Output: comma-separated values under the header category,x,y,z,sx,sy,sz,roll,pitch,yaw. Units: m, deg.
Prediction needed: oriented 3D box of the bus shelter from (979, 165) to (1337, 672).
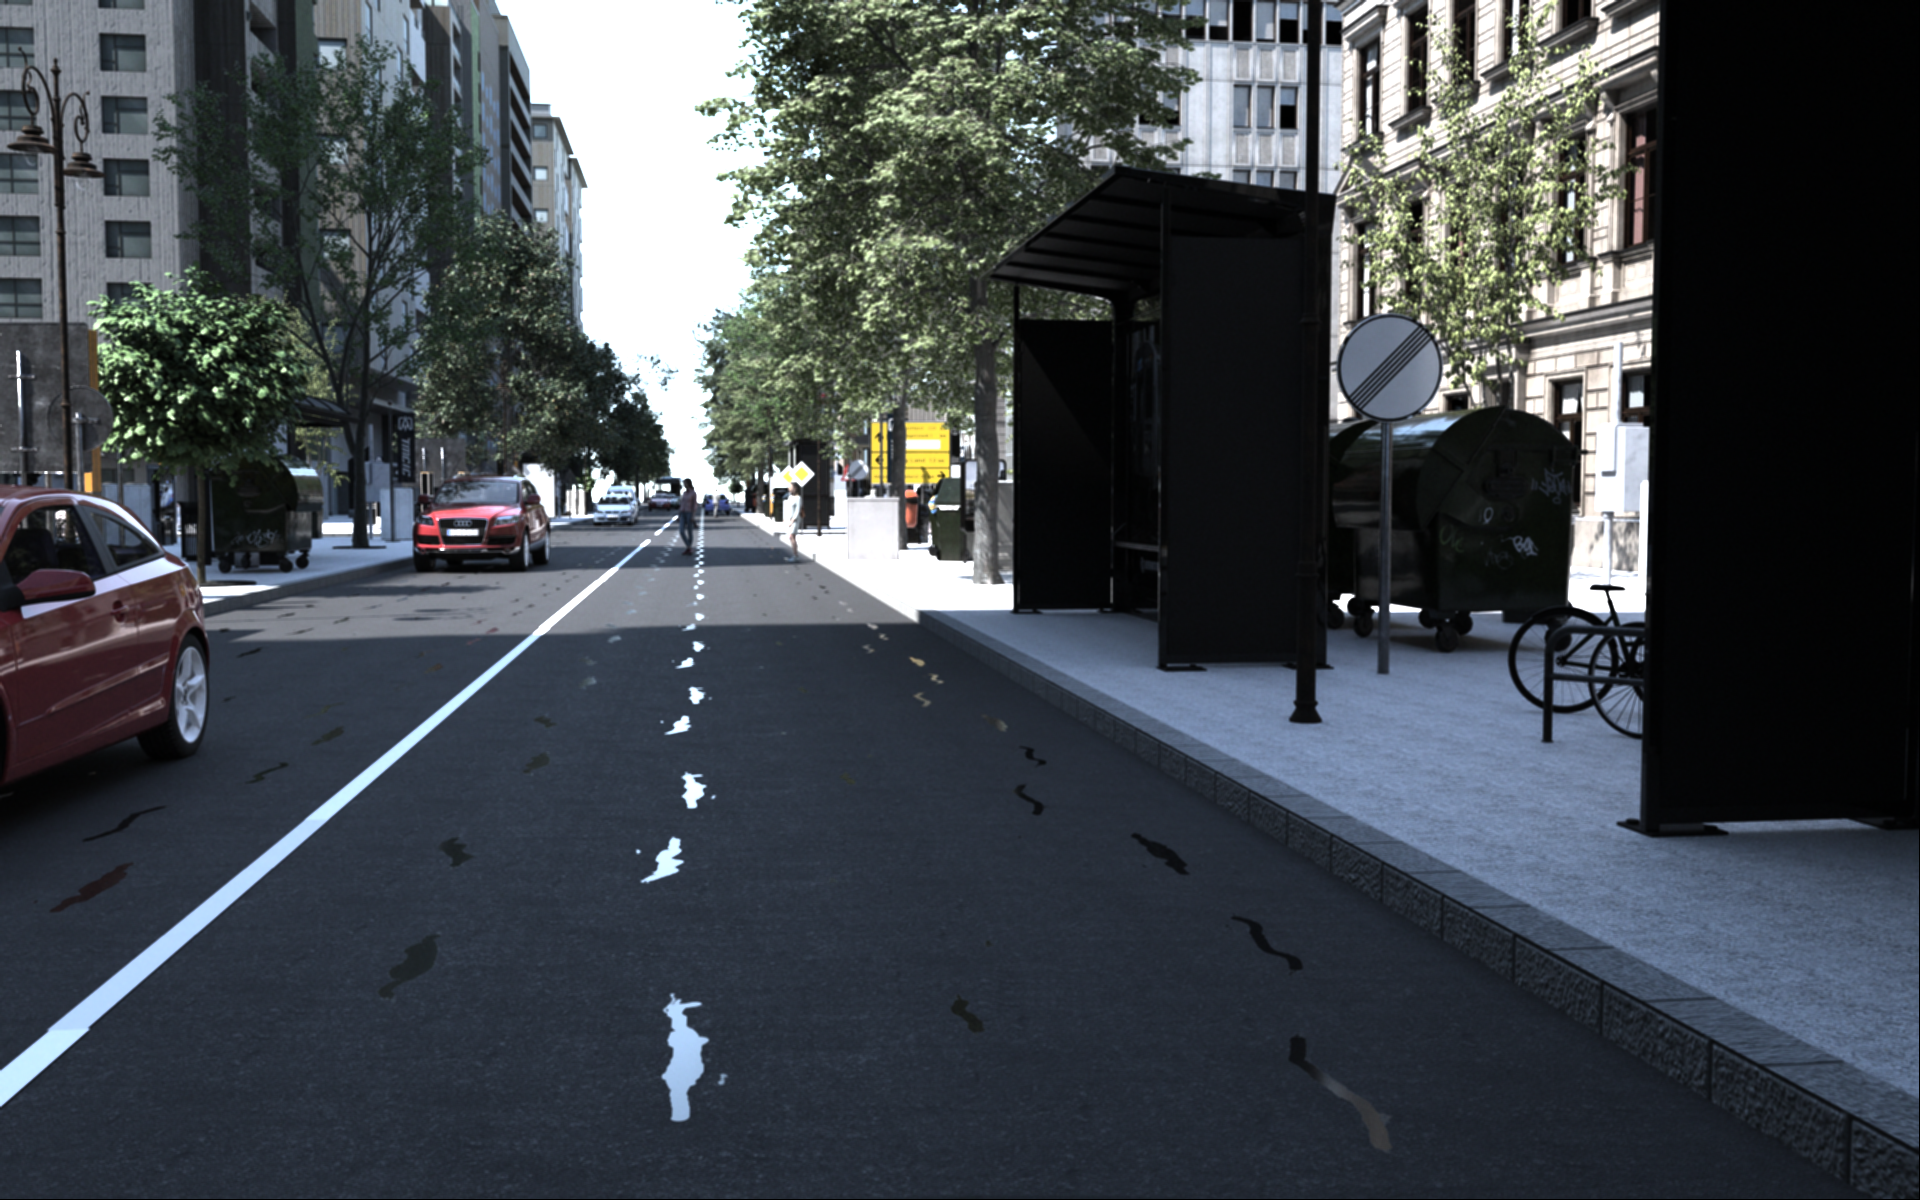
category,x,y,z,sx,sy,sz,roll,pitch,yaw
bus shelter,1.507,-1.488,15.605,1.731,3.624,6.357,-1,4,-8

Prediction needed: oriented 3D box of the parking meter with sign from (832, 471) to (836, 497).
category,x,y,z,sx,sy,sz,roll,pitch,yaw
parking meter with sign,-9.232,-8.168,129.801,0.543,3.016,1.738,-1,4,-9

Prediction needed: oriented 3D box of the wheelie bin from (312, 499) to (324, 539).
category,x,y,z,sx,sy,sz,roll,pitch,yaw
wheelie bin,-18.794,-2.574,49.990,0.980,1.594,0.693,0,4,-2

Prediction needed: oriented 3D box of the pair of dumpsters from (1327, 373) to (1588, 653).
category,x,y,z,sx,sy,sz,roll,pitch,yaw
pair of dumpsters,4.053,-0.826,15.991,1.574,2.255,4.437,-1,4,-8

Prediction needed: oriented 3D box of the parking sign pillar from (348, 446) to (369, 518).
category,x,y,z,sx,sy,sz,roll,pitch,yaw
parking sign pillar,-32.494,-6.458,94.063,1.447,3.967,1.447,0,4,1

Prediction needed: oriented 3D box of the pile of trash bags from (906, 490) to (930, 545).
category,x,y,z,sx,sy,sz,roll,pitch,yaw
pile of trash bags,-1.647,-2.130,44.582,1.912,1.369,3.447,-1,4,-17

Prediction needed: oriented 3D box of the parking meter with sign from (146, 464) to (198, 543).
category,x,y,z,sx,sy,sz,roll,pitch,yaw
parking meter with sign,-20.756,-2.981,45.003,1.738,3.016,0.543,-1,4,-21

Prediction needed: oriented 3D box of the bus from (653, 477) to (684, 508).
category,x,y,z,sx,sy,sz,roll,pitch,yaw
bus,-30.009,-11.276,179.214,2.948,3.499,13.247,0,4,-7

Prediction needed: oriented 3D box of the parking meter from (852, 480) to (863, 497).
category,x,y,z,sx,sy,sz,roll,pitch,yaw
parking meter,-3.954,-3.743,66.909,0.399,1.863,0.255,-2,4,-34

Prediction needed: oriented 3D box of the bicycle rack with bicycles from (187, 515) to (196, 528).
category,x,y,z,sx,sy,sz,roll,pitch,yaw
bicycle rack with bicycles,-29.987,-3.165,65.123,2.925,0.926,2.852,-2,4,-34

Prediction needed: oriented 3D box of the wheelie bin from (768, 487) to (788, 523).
category,x,y,z,sx,sy,sz,roll,pitch,yaw
wheelie bin,-7.997,-4.273,77.764,0.980,1.594,0.693,0,4,-6

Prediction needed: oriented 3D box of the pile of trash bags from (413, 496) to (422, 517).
category,x,y,z,sx,sy,sz,roll,pitch,yaw
pile of trash bags,-29.605,-5.207,94.888,1.912,1.369,3.447,1,4,15

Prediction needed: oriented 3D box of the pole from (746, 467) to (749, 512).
category,x,y,z,sx,sy,sz,roll,pitch,yaw
pole,-15.303,-8.012,124.844,0.158,3.312,0.155,0,3,0

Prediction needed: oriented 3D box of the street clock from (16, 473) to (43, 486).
category,x,y,z,sx,sy,sz,roll,pitch,yaw
street clock,-14.281,-1.348,26.604,0.358,2.002,0.471,1,4,9

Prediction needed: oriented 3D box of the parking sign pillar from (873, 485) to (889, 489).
category,x,y,z,sx,sy,sz,roll,pitch,yaw
parking sign pillar,-3.864,-6.233,90.388,1.447,3.967,1.447,-1,4,-12

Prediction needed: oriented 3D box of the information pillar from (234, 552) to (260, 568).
category,x,y,z,sx,sy,sz,roll,pitch,yaw
information pillar,-12.388,-1.562,30.038,0.304,2.012,0.304,1,4,11

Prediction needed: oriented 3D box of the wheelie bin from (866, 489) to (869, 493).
category,x,y,z,sx,sy,sz,roll,pitch,yaw
wheelie bin,-6.051,-6.254,110.165,0.980,1.594,0.693,-3,5,-39

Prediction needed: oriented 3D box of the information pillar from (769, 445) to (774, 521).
category,x,y,z,sx,sy,sz,roll,pitch,yaw
information pillar,-9.072,-5.624,83.303,0.183,3.616,0.504,-1,4,-11

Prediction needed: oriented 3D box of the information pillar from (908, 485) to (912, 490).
category,x,y,z,sx,sy,sz,roll,pitch,yaw
information pillar,-3.373,-7.024,119.336,0.304,2.012,0.304,3,5,41

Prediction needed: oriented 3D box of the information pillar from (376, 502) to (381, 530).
category,x,y,z,sx,sy,sz,roll,pitch,yaw
information pillar,-20.711,-3.519,62.028,0.304,2.012,0.304,2,4,30

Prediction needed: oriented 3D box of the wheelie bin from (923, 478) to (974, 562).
category,x,y,z,sx,sy,sz,roll,pitch,yaw
wheelie bin,-0.067,-1.543,33.135,0.980,1.594,0.693,2,4,31

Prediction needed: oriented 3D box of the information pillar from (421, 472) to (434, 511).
category,x,y,z,sx,sy,sz,roll,pitch,yaw
information pillar,-17.991,-3.306,58.539,0.304,2.012,0.304,1,4,16

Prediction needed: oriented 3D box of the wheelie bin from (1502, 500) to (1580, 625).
category,x,y,z,sx,sy,sz,roll,pitch,yaw
wheelie bin,5.729,-0.574,17.290,0.693,1.594,0.980,3,4,38

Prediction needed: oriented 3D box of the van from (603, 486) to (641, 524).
category,x,y,z,sx,sy,sz,roll,pitch,yaw
van,-16.744,-4.792,85.363,2.013,2.044,4.112,-1,4,-10

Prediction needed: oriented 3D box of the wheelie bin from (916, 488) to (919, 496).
category,x,y,z,sx,sy,sz,roll,pitch,yaw
wheelie bin,-1.328,-3.555,66.028,0.693,1.594,0.980,3,4,37

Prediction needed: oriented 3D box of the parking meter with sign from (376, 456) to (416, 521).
category,x,y,z,sx,sy,sz,roll,pitch,yaw
parking meter with sign,-26.346,-5.181,80.974,0.543,3.016,1.738,3,5,42

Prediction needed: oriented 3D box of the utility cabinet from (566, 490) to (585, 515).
category,x,y,z,sx,sy,sz,roll,pitch,yaw
utility cabinet,-23.253,-5.889,104.961,1.173,1.500,0.318,1,4,13

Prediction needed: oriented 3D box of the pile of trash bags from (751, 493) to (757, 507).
category,x,y,z,sx,sy,sz,roll,pitch,yaw
pile of trash bags,-12.134,-6.366,113.842,3.447,1.369,1.912,-3,4,-36

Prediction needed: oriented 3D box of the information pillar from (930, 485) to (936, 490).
category,x,y,z,sx,sy,sz,roll,pitch,yaw
information pillar,-1.289,-4.982,85.939,0.304,2.012,0.304,2,4,35

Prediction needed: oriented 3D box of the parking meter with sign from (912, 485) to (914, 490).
category,x,y,z,sx,sy,sz,roll,pitch,yaw
parking meter with sign,-2.900,-7.298,115.583,0.543,3.016,1.738,-1,4,-18

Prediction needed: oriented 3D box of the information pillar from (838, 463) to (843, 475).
category,x,y,z,sx,sy,sz,roll,pitch,yaw
information pillar,-8.567,-8.052,123.005,0.504,3.616,0.183,-1,4,-9

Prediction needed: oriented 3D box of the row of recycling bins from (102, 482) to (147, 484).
category,x,y,z,sx,sy,sz,roll,pitch,yaw
row of recycling bins,-28.950,-3.218,59.730,1.069,1.692,3.534,2,4,24

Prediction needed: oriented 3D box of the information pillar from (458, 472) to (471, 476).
category,x,y,z,sx,sy,sz,roll,pitch,yaw
information pillar,-16.706,-3.302,58.475,0.304,2.012,0.304,3,4,36

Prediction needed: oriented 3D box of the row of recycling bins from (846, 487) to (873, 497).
category,x,y,z,sx,sy,sz,roll,pitch,yaw
row of recycling bins,-5.631,-6.112,107.036,3.534,1.692,1.069,1,4,17

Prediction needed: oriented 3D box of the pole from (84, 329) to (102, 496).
category,x,y,z,sx,sy,sz,roll,pitch,yaw
pole,-10.829,-1.697,21.595,0.158,3.312,0.155,0,3,0

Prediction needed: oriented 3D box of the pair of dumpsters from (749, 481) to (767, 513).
category,x,y,z,sx,sy,sz,roll,pitch,yaw
pair of dumpsters,-13.678,-7.136,119.162,1.574,2.255,4.437,-1,4,-9

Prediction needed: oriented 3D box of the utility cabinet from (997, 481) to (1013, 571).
category,x,y,z,sx,sy,sz,roll,pitch,yaw
utility cabinet,0.968,-1.226,28.721,1.173,1.500,0.318,-1,4,-21

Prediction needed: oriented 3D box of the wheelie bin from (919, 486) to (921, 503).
category,x,y,z,sx,sy,sz,roll,pitch,yaw
wheelie bin,-0.212,-1.697,35.659,0.693,1.594,0.980,2,4,35

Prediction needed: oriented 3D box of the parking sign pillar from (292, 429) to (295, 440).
category,x,y,z,sx,sy,sz,roll,pitch,yaw
parking sign pillar,-23.063,-4.268,58.257,1.447,3.967,1.447,3,5,42

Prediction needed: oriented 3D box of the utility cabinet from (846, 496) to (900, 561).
category,x,y,z,sx,sy,sz,roll,pitch,yaw
utility cabinet,-1.685,-1.364,33.457,1.020,1.237,0.306,0,4,-6

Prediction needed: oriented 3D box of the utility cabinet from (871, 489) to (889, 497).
category,x,y,z,sx,sy,sz,roll,pitch,yaw
utility cabinet,-3.582,-4.208,77.479,0.318,1.500,1.173,-2,4,-34

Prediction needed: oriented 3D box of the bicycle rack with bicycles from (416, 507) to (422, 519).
category,x,y,z,sx,sy,sz,roll,pitch,yaw
bicycle rack with bicycles,-26.271,-4.553,87.829,2.852,0.926,2.925,0,4,-2

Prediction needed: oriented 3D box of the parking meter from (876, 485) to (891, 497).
category,x,y,z,sx,sy,sz,roll,pitch,yaw
parking meter,-2.793,-3.239,61.362,0.372,1.533,0.369,0,3,0

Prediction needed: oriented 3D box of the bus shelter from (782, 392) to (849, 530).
category,x,y,z,sx,sy,sz,roll,pitch,yaw
bus shelter,-5.564,-5.378,65.561,2.179,5.291,8.768,-1,4,-8

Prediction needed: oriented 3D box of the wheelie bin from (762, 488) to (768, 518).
category,x,y,z,sx,sy,sz,roll,pitch,yaw
wheelie bin,-10.258,-5.291,94.408,0.980,1.594,0.693,-1,4,-22

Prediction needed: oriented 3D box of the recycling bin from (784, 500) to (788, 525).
category,x,y,z,sx,sy,sz,roll,pitch,yaw
recycling bin,-6.786,-3.599,71.397,0.722,1.027,0.722,2,4,31

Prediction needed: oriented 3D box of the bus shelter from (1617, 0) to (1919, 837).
category,x,y,z,sx,sy,sz,roll,pitch,yaw
bus shelter,3.502,-0.749,3.537,1.731,3.624,6.357,-1,4,-8

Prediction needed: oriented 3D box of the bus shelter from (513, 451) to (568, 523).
category,x,y,z,sx,sy,sz,roll,pitch,yaw
bus shelter,-18.954,-5.182,78.645,2.014,3.302,5.546,-1,4,-9

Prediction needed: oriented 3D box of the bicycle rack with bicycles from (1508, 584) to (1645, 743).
category,x,y,z,sx,sy,sz,roll,pitch,yaw
bicycle rack with bicycles,4.258,0.257,9.188,2.925,0.926,2.852,3,5,44

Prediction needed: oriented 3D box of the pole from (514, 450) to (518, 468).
category,x,y,z,sx,sy,sz,roll,pitch,yaw
pole,-20.632,-5.304,80.566,0.158,3.312,0.155,0,3,0

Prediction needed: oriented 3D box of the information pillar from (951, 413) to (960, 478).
category,x,y,z,sx,sy,sz,roll,pitch,yaw
information pillar,-0.211,-3.557,49.516,0.504,3.616,0.183,0,4,2

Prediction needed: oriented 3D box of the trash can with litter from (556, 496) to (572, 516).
category,x,y,z,sx,sy,sz,roll,pitch,yaw
trash can with litter,-22.725,-5.362,99.059,0.624,1.170,1.055,3,4,39

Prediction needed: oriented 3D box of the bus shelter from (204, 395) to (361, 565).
category,x,y,z,sx,sy,sz,roll,pitch,yaw
bus shelter,-13.185,-2.427,33.600,2.014,3.302,5.546,-1,4,-8
